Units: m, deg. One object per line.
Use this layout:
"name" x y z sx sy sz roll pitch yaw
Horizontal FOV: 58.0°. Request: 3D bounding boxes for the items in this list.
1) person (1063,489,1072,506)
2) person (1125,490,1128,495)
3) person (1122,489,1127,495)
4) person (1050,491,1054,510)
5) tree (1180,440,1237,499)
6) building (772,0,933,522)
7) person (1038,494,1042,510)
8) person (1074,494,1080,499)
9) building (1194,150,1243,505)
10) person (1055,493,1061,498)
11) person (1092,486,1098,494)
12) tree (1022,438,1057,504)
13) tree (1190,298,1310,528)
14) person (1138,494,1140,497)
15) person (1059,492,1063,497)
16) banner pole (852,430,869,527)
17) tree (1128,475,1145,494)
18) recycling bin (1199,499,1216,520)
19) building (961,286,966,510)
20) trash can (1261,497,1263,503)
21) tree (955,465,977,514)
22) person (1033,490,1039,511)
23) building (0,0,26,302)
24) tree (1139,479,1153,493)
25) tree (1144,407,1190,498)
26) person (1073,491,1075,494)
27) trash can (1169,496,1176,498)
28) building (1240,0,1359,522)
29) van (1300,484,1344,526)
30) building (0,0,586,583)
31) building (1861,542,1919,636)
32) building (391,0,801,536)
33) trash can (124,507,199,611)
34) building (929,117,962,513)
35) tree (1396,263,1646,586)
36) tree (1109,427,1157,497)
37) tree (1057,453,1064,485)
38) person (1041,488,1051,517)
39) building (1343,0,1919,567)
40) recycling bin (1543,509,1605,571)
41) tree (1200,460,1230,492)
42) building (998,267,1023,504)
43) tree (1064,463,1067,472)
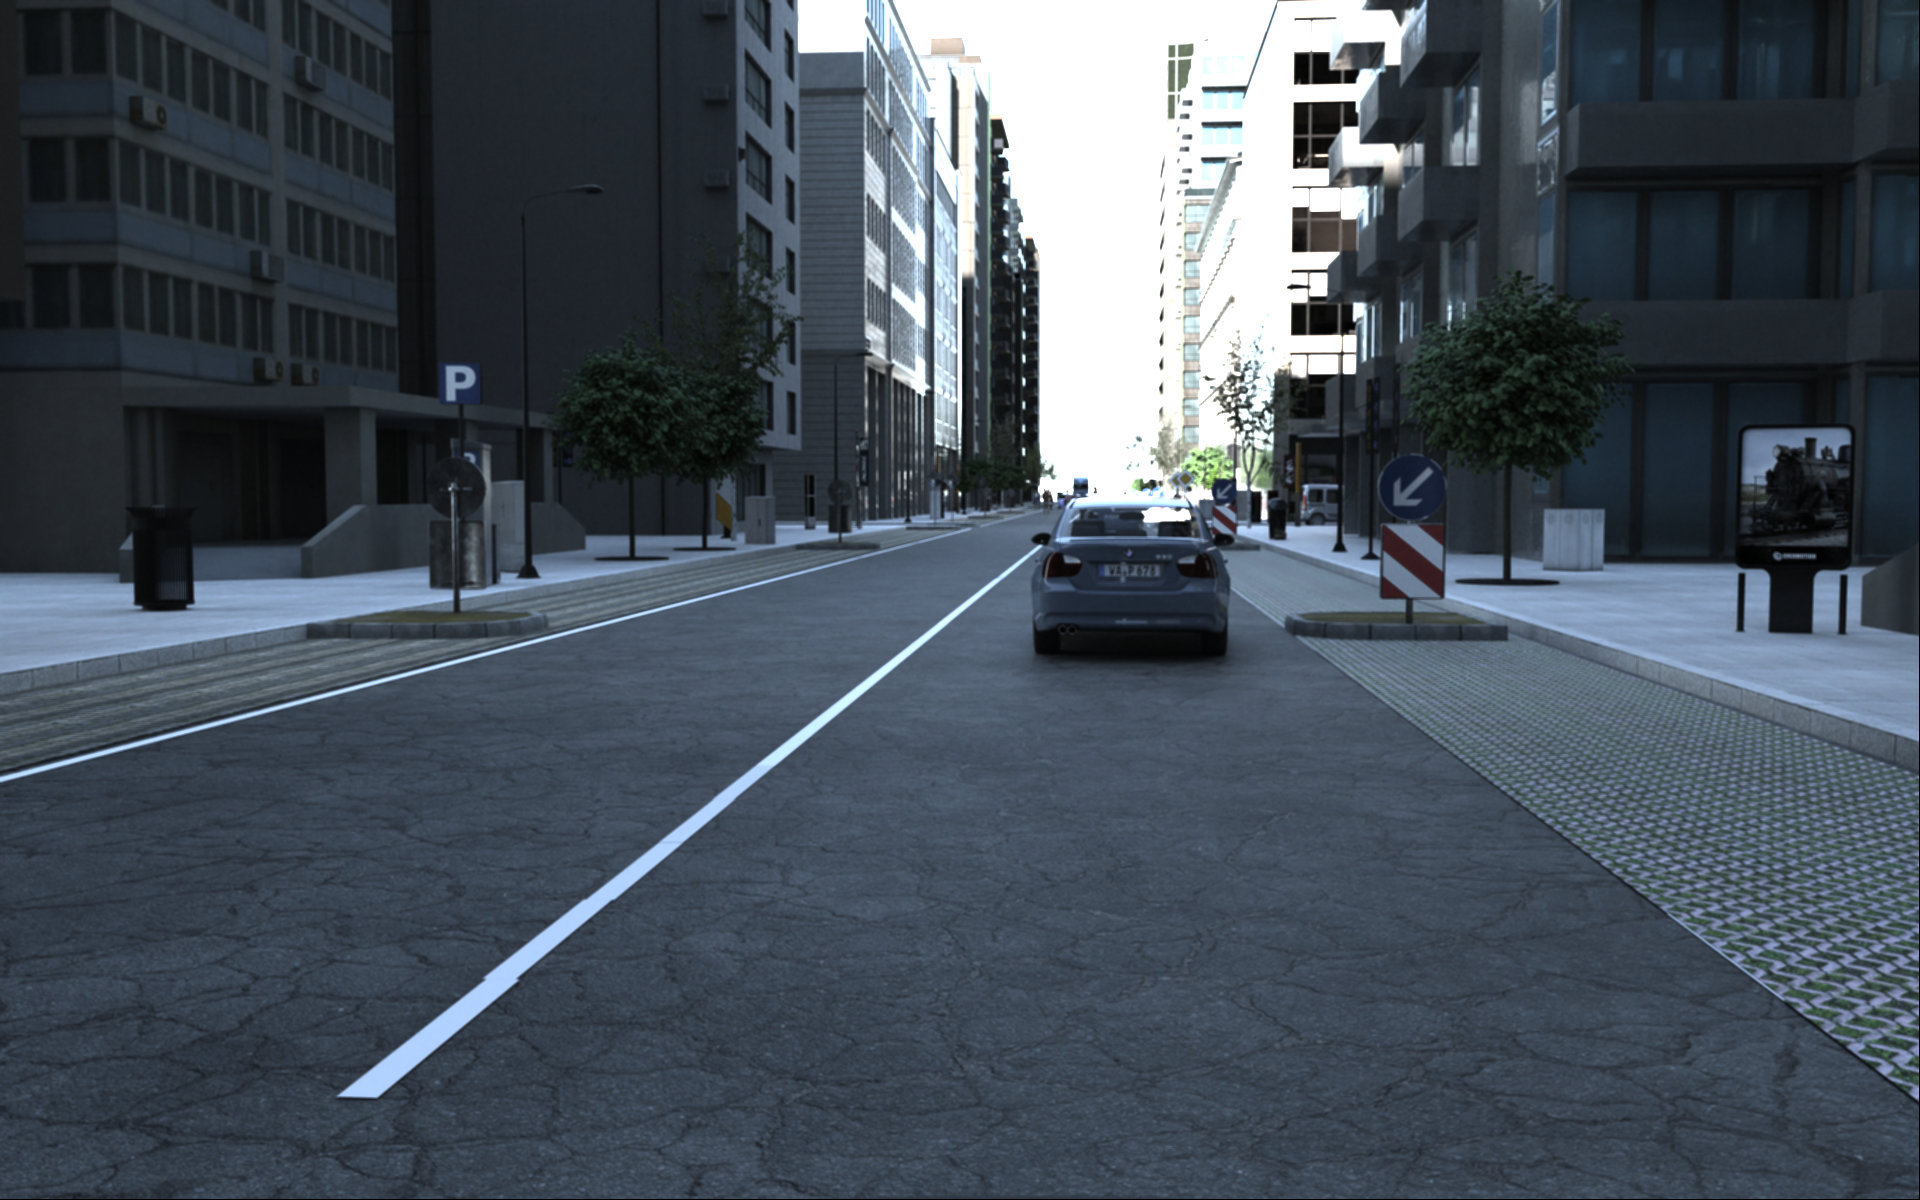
"person" 6.290 -5.583 100.612 0.563 1.720 0.643 -2 4 -35
"person" 15.492 -9.337 161.185 0.705 1.821 1.348 -1 4 -15
"person" 13.112 -7.969 138.573 0.755 1.850 0.659 -1 4 -11
"person" 8.484 -9.201 159.644 0.721 1.735 1.217 0 4 -6
"tree" 15.008 -7.403 104.758 4.285 4.588 4.351 0 3 0
"building" -8.512 -19.385 94.443 11.434 29.767 29.804 0 4 5
"person" 7.048 -8.722 154.323 0.991 1.433 0.599 1 4 23
"person" 11.783 -9.923 173.976 0.697 1.427 0.421 -1 4 -22
"building" 26.995 -21.537 128.544 17.030 29.872 44.131 0 4 5
"person" 11.938 -12.055 206.324 1.217 1.736 0.721 1 4 13
"person" 8.349 -5.989 105.783 0.474 1.900 0.648 -3 4 -36
"tree" 9.618 -16.968 227.792 4.737 8.622 4.395 0 3 0
"tree" 10.881 -6.995 64.729 4.360 8.622 3.978 0 3 0
"person" 16.559 -9.105 160.620 0.557 1.426 1.065 3 5 43
"person" 11.829 -11.917 204.127 0.721 1.735 1.217 -1 4 -20
"banner pole" -3.857 -4.743 67.558 0.863 3.779 0.401 3 5 40
"tree" 30.284 -18.949 293.524 4.285 4.588 4.351 0 3 0
"recycling bin" 12.317 -4.485 85.890 0.722 1.027 0.722 -1 4 -23
"building" -6.273 -18.848 137.838 12.332 23.373 15.834 0 4 5
"trash can" 13.474 -4.130 79.174 0.748 1.137 0.748 0 3 0
"tree" 0.376 -7.337 114.555 1.663 3.219 1.824 0 3 0
"person" 6.578 -8.623 149.513 0.581 1.822 0.654 1 4 15
"building" -14.361 -21.710 5.078 14.600 45.320 14.200 0 4 5
"tree" 23.691 -13.728 219.046 1.663 3.219 1.824 0 3 0
"tree" 17.454 -11.925 145.340 4.360 8.622 3.978 0 3 0
"person" 13.935 -12.343 210.864 0.434 1.755 0.990 2 4 30
"trash can" 16.024 -7.251 130.201 0.748 1.137 0.748 0 3 0
"building" 31.890 -17.204 85.802 34.151 26.468 19.350 0 4 5
"van" 16.339 -4.042 73.098 4.112 2.044 2.013 0 4 3
"building" -25.293 -20.881 33.284 32.217 40.220 23.993 0 4 5
"building" 24.252 -19.298 7.411 32.217 40.220 23.993 0 4 5
"building" -13.075 -17.626 59.885 14.107 30.474 14.160 0 4 5
"trash can" -8.816 -0.459 19.163 0.748 1.137 0.748 0 3 0
"building" -6.735 -18.431 119.361 12.078 24.808 19.932 0 4 5
"tree" 7.975 -2.516 24.843 4.285 4.588 4.351 0 3 0
"tree" 25.054 -18.609 238.670 8.767 10.594 7.601 -3 5 -40
"tree" 11.671 -18.053 245.528 4.737 8.622 4.395 0 3 0
"person" 5.366 -6.028 107.031 0.573 1.828 0.580 3 5 40
"building" 21.515 -25.874 42.650 23.786 49.044 30.456 0 4 5
"recycling bin" 10.324 -1.014 29.140 0.722 1.027 0.722 -2 4 -34
"tree" 14.376 -6.331 98.116 1.663 3.219 1.824 0 3 0
"building" 0.564 -27.287 217.836 14.160 30.474 14.107 0 4 5
"tree" 15.595 -20.764 289.849 4.737 8.622 4.395 0 3 0
